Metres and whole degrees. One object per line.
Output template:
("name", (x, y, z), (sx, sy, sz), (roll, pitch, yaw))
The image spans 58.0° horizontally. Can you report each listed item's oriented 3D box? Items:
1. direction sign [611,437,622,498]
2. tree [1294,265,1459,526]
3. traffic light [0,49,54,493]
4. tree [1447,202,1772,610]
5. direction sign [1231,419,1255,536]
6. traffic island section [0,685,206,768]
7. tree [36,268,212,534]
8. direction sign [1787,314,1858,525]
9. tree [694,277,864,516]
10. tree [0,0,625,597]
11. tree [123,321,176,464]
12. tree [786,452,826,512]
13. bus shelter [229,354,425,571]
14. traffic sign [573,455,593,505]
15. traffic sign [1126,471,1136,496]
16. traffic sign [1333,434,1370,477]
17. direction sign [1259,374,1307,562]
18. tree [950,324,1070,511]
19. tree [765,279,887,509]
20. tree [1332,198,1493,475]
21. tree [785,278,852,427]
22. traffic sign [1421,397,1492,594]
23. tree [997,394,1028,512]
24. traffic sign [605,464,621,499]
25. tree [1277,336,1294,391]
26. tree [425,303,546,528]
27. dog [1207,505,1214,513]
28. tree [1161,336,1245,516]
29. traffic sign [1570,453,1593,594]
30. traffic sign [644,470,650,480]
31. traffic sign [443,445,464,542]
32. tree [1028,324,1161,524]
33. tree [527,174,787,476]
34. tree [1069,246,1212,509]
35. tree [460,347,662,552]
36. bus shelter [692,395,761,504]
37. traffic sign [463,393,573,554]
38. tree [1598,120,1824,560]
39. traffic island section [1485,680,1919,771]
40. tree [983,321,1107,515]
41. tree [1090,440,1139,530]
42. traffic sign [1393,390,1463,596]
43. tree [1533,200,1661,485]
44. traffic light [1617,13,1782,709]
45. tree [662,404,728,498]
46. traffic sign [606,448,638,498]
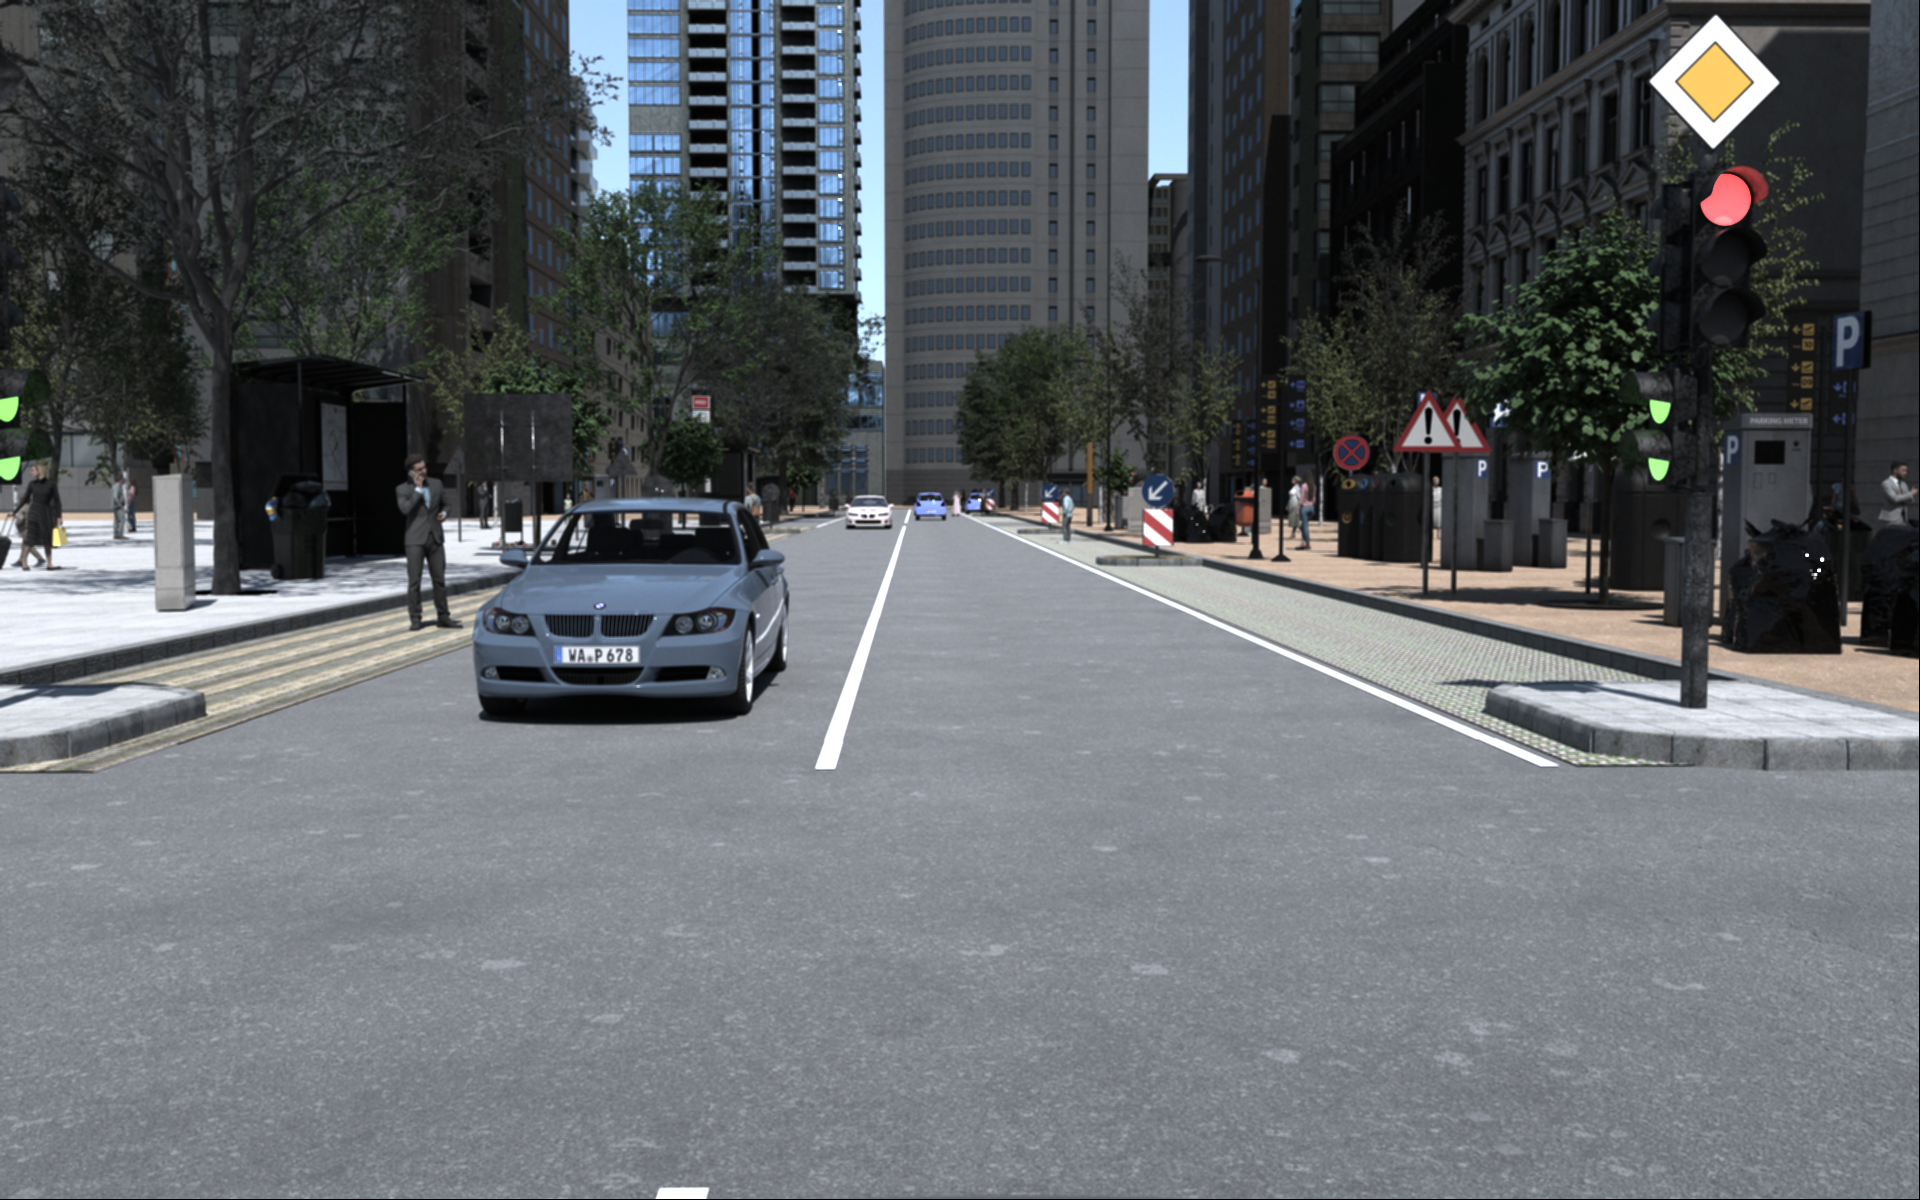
("direction sign", (-13.684, -4.716, 69.103), (0.379, 3.537, 0.876), (-3, 5, -40))
("tree", (13.585, -6.412, 55.193), (4.737, 8.622, 4.395), (0, 3, 0))
("traffic light", (-5.764, -1.291, 10.025), (0.839, 4.253, 0.868), (0, 4, -1))
("tree", (7.412, -2.194, 19.593), (4.285, 4.588, 4.351), (0, 3, 0))
("direction sign", (8.625, -3.712, 52.681), (0.876, 3.537, 0.379), (3, 5, 44))
("traffic island section", (-5.804, 0.741, 10.158), (2.009, 0.180, 2.903), (0, 4, -1))
("tree", (-27.196, -6.443, 55.702), (4.360, 8.622, 3.978), (0, 3, 0))
("direction sign", (10.877, -1.829, 21.897), (0.876, 3.537, 0.379), (0, 4, -1))
("tree", (-10.496, -11.903, 101.277), (9.857, 13.997, 8.962), (0, 3, 0))
("tree", (-9.450, -6.818, 21.847), (12.009, 13.543, 11.850), (0, 3, 0))
("tree", (-35.888, -7.578, 74.264), (4.737, 8.622, 4.395), (0, 3, 0))
("tree", (-11.327, -8.587, 124.107), (4.285, 4.588, 4.351), (0, 3, 0))
("bus shelter", (-11.626, -2.498, 32.123), (1.731, 3.624, 6.357), (0, 4, -2))
("traffic sign", (-10.544, -2.913, 47.632), (0.884, 2.594, 0.081), (0, 4, 1))
("traffic sign", (7.789, -4.924, 80.616), (0.768, 2.556, 0.104), (0, 4, 3))
("traffic sign", (8.367, -2.261, 37.077), (0.768, 2.556, 0.104), (0, 4, 7))
("direction sign", (6.111, -2.500, 32.876), (0.876, 3.537, 0.379), (0, 4, 8))
("tree", (4.165, -13.762, 131.658), (9.857, 13.997, 8.962), (0, 3, 0))
("tree", (-12.315, -18.119, 152.138), (12.611, 20.169, 13.585), (0, 3, 0))
("tree", (11.286, -5.739, 44.188), (4.360, 8.622, 3.978), (0, 3, 0))
("tree", (-10.341, -10.723, 85.688), (12.009, 13.543, 11.850), (0, 3, 0))
("traffic sign", (6.373, -1.363, 22.291), (0.884, 2.594, 0.081), (0, 4, 6))
("tree", (4.616, -10.458, 121.346), (4.737, 8.622, 4.395), (0, 3, 0))
("traffic sign", (-14.085, -4.317, 70.687), (0.768, 2.556, 0.104), (0, 3, 0))
("tree", (14.588, -7.233, 68.621), (4.737, 8.622, 4.395), (0, 3, 0))
("tree", (-17.966, -7.065, 65.872), (4.737, 8.622, 4.395), (0, 3, 0))
("dog", (11.194, -3.766, 75.950), (0.513, 0.831, 0.800), (-1, 4, -14))
("tree", (11.152, -7.937, 80.125), (4.737, 8.622, 4.395), (0, 3, 0))
("traffic sign", (8.073, -1.227, 22.195), (0.606, 2.300, 0.079), (0, 4, 0))
("traffic sign", (-11.695, -4.069, 66.540), (0.884, 2.594, 0.081), (0, 4, -1))
("traffic sign", (-13.380, -2.830, 46.275), (0.884, 2.594, 0.081), (0, 4, 4))
("tree", (5.810, -7.580, 74.288), (4.737, 8.622, 4.395), (0, 3, 0))
("tree", (-9.638, -7.917, 55.200), (9.928, 11.665, 9.643), (0, 3, 0))
("tree", (5.451, -6.134, 50.655), (4.360, 8.622, 3.978), (0, 3, 0))
("tree", (-9.447, -3.370, 38.807), (4.285, 4.588, 4.351), (0, 3, 0))
("bus shelter", (-9.871, -5.840, 73.118), (2.179, 5.291, 8.768), (0, 4, -1))
("traffic sign", (-8.939, -2.518, 35.038), (2.265, 3.308, 0.079), (0, 4, 6))
("tree", (14.506, -5.070, 33.257), (4.737, 8.622, 4.395), (0, 3, 0))
("traffic island section", (4.434, 0.726, 10.418), (2.009, 0.180, 2.903), (0, 4, -1))
("tree", (5.122, -10.930, 104.458), (9.928, 11.665, 9.643), (0, 3, 0))
("tree", (5.725, -4.154, 62.520), (1.663, 3.219, 1.824), (0, 3, 0))
("traffic sign", (5.878, -1.334, 21.813), (0.884, 2.594, 0.081), (0, 4, 0))
("tree", (16.433, -5.735, 44.127), (4.360, 8.622, 3.978), (0, 3, 0))
("traffic light", (4.394, -1.308, 10.303), (0.839, 4.253, 0.868), (0, 4, -1))
("tree", (-10.083, -4.851, 63.023), (4.285, 4.588, 4.351), (0, 3, 0))
("traffic sign", (-9.538, -2.990, 48.883), (0.884, 2.594, 0.081), (0, 4, 1))
